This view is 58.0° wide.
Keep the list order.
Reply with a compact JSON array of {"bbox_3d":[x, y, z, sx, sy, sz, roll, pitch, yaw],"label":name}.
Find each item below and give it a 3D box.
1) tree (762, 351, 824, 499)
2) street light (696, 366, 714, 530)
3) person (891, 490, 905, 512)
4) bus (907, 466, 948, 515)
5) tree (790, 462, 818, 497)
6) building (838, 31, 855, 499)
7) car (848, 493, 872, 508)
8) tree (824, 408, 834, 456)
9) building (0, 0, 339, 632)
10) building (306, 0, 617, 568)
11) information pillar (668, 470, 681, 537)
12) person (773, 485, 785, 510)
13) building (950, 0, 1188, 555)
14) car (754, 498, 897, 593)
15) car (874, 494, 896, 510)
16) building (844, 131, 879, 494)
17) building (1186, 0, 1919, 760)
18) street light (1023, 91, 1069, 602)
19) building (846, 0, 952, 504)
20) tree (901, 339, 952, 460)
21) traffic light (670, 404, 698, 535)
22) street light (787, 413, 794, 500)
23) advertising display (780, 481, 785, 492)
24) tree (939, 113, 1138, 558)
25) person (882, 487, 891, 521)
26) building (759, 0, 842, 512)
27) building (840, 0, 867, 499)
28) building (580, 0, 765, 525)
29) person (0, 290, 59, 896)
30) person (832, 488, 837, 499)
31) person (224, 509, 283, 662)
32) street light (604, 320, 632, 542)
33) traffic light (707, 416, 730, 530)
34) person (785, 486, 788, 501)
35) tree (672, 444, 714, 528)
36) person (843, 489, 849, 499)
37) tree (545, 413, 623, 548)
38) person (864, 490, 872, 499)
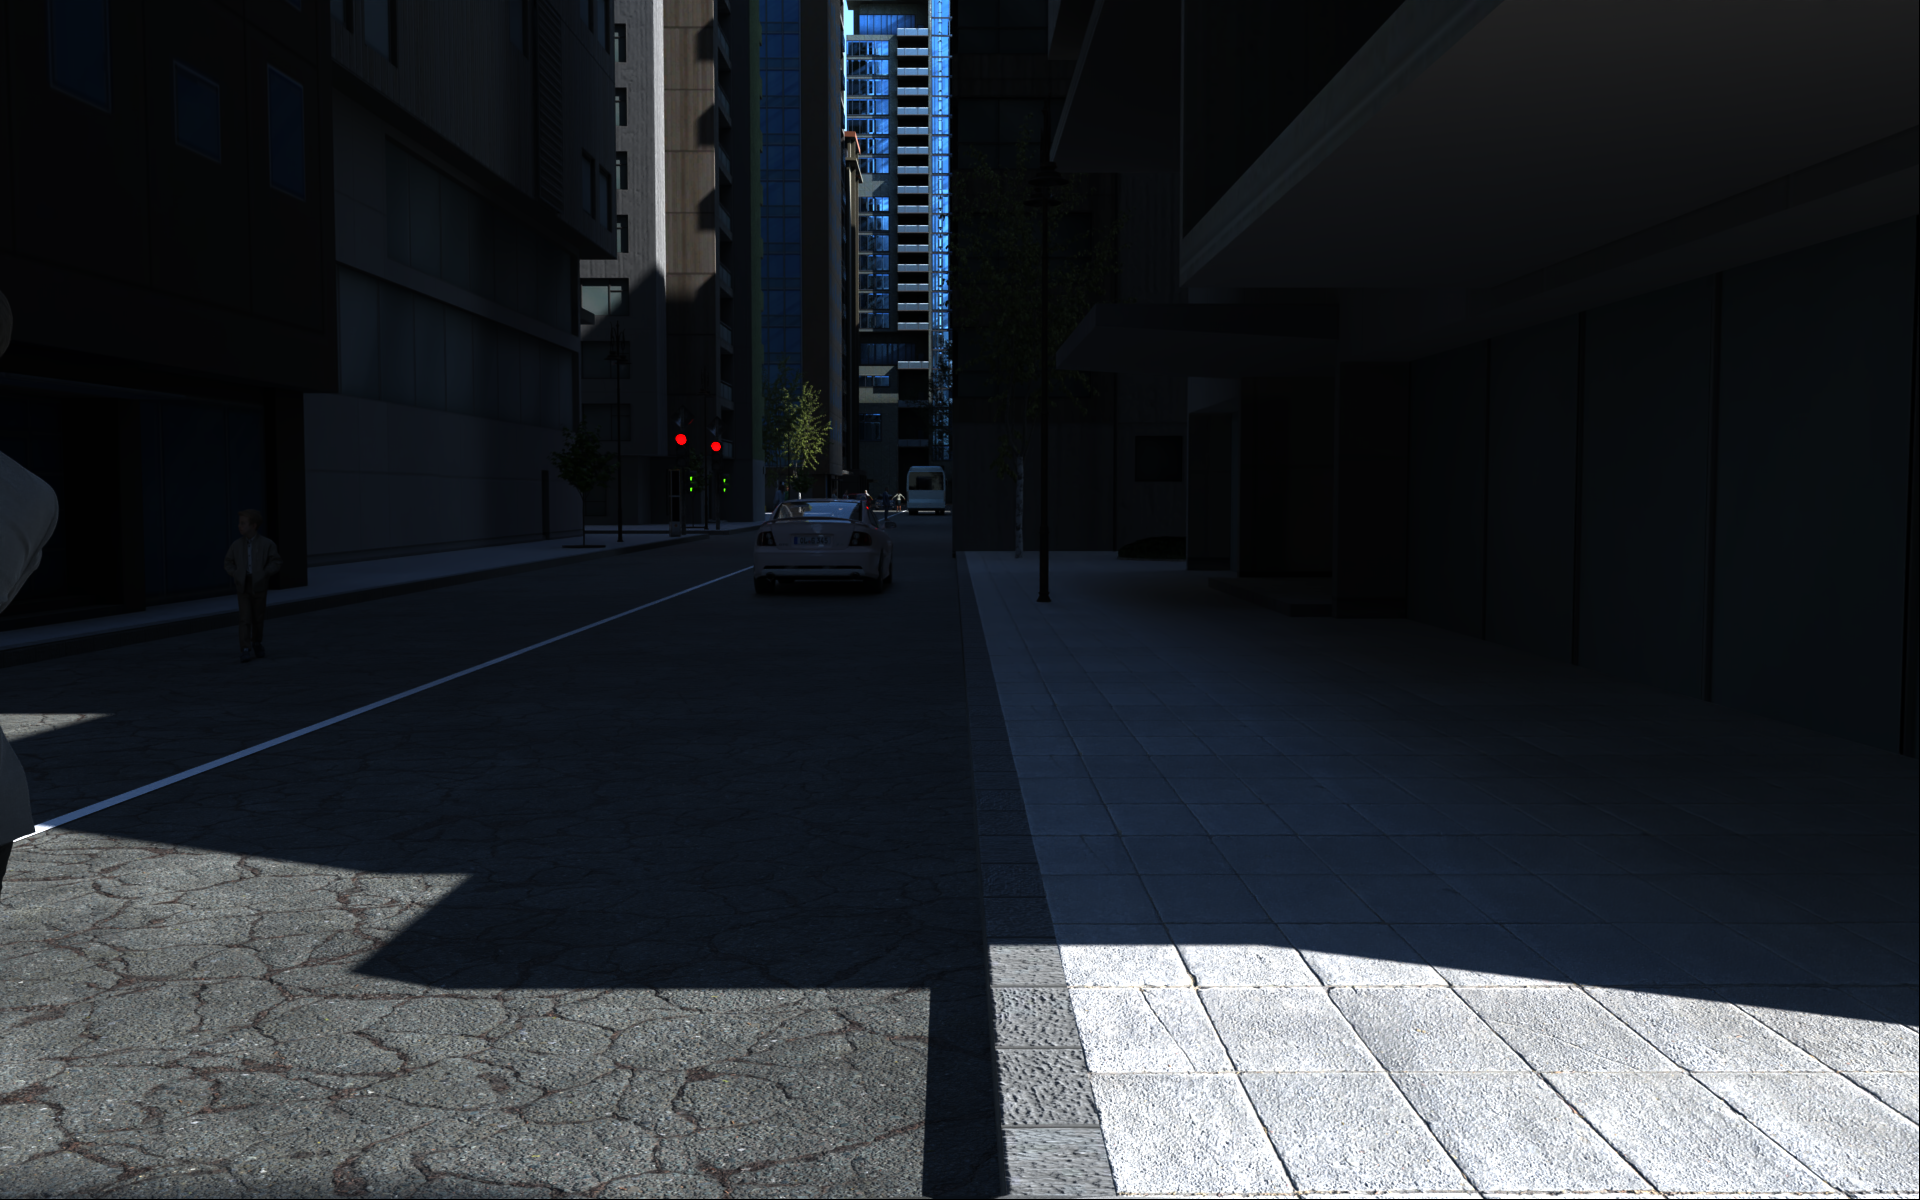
[{"bbox_3d":[-9.608,-8.447,88.466,4.737,8.622,4.395,0,3,0],"label":"tree"},{"bbox_3d":[-9.176,-5.485,62.473,0.468,5.910,1.993,0,4,0],"label":"street light"},{"bbox_3d":[-5.069,-8.134,142.276,1.217,1.735,0.721,-1,4,-21],"label":"person"},{"bbox_3d":[-2.312,-7.723,121.132,2.948,3.499,13.247,0,4,-1],"label":"bus"},{"bbox_3d":[-9.642,-6.750,104.972,1.663,3.219,1.824,0,3,0],"label":"tree"},{"bbox_3d":[-21.634,-32.570,152.129,23.786,49.044,30.456,0,4,0],"label":"building"},{"bbox_3d":[-7.113,-6.785,119.974,2.155,1.783,4.494,0,4,0],"label":"car"},{"bbox_3d":[-10.492,-10.018,114.158,4.737,8.622,4.395,0,3,0],"label":"tree"},{"bbox_3d":[-15.638,-22.386,16.117,14.600,45.320,14.200,0,4,0],"label":"building"},{"bbox_3d":[-23.655,-27.568,39.977,27.495,52.752,28.713,0,4,0],"label":"building"},{"bbox_3d":[-8.568,-2.906,52.004,0.304,2.012,0.304,-1,4,-22],"label":"information pillar"},{"bbox_3d":[-6.814,-3.468,65.474,0.793,1.790,0.793,0,4,-3],"label":"person"},{"bbox_3d":[6.814,-16.707,44.867,14.160,30.474,14.107,0,4,0],"label":"building"},{"bbox_3d":[-2.028,-0.858,26.386,2.083,1.381,4.827,0,4,1],"label":"car"},{"bbox_3d":[-6.619,-8.661,153.611,2.014,1.417,4.499,0,4,-2],"label":"car"},{"bbox_3d":[-24.478,-33.520,202.676,28.867,44.769,22.147,0,4,0],"label":"building"},{"bbox_3d":[14.954,-26.070,15.481,28.713,52.752,27.495,0,4,0],"label":"building"},{"bbox_3d":[1.000,-2.916,20.457,0.468,5.910,1.993,0,4,0],"label":"street light"},{"bbox_3d":[-3.105,-56.170,231.042,31.000,86.520,22.319,0,4,0],"label":"building"},{"bbox_3d":[1.121,-9.917,96.562,8.767,10.594,7.601,-1,4,-11],"label":"tree"},{"bbox_3d":[-8.658,-3.995,54.246,0.839,4.253,0.868,0,4,0],"label":"traffic light"},{"bbox_3d":[-9.461,-7.522,95.767,0.468,5.910,1.993,0,4,0],"label":"street light"},{"bbox_3d":[-8.756,-4.898,85.291,0.123,1.923,0.974,0,4,1],"label":"advertising display"},{"bbox_3d":[1.380,-5.155,34.645,4.737,8.622,4.395,0,3,0],"label":"tree"},{"bbox_3d":[-3.964,-5.170,93.212,0.419,1.800,0.721,1,4,15],"label":"person"},{"bbox_3d":[-16.039,-29.154,126.784,14.600,45.320,14.200,0,4,0],"label":"building"},{"bbox_3d":[-20.107,-45.215,177.511,20.563,71.187,20.611,0,4,0],"label":"building"},{"bbox_3d":[-16.458,-24.005,76.076,14.154,41.232,14.086,0,4,0],"label":"building"},{"bbox_3d":[-1.732,0.365,2.712,0.473,1.802,0.592,3,5,39],"label":"person"},{"bbox_3d":[-6.287,-4.713,86.311,0.760,1.731,0.466,-3,4,-38],"label":"person"},{"bbox_3d":[-6.105,-0.135,14.977,0.475,1.303,0.640,-1,4,-23],"label":"person"},{"bbox_3d":[-9.113,-4.495,46.277,0.468,5.910,1.993,0,4,0],"label":"street light"},{"bbox_3d":[-8.699,-4.484,62.231,0.839,4.253,0.868,0,4,0],"label":"traffic light"},{"bbox_3d":[-11.229,-6.496,112.498,0.529,1.795,0.600,1,4,14],"label":"person"},{"bbox_3d":[-9.980,-4.328,65.356,1.663,3.219,1.824,0,3,0],"label":"tree"},{"bbox_3d":[-7.244,-6.108,109.202,0.643,1.720,0.563,2,4,25],"label":"person"},{"bbox_3d":[-8.890,-2.867,41.479,1.663,3.219,1.824,0,3,0],"label":"tree"},{"bbox_3d":[-7.707,-8.078,141.313,1.217,1.736,0.721,1,4,13],"label":"person"}]
